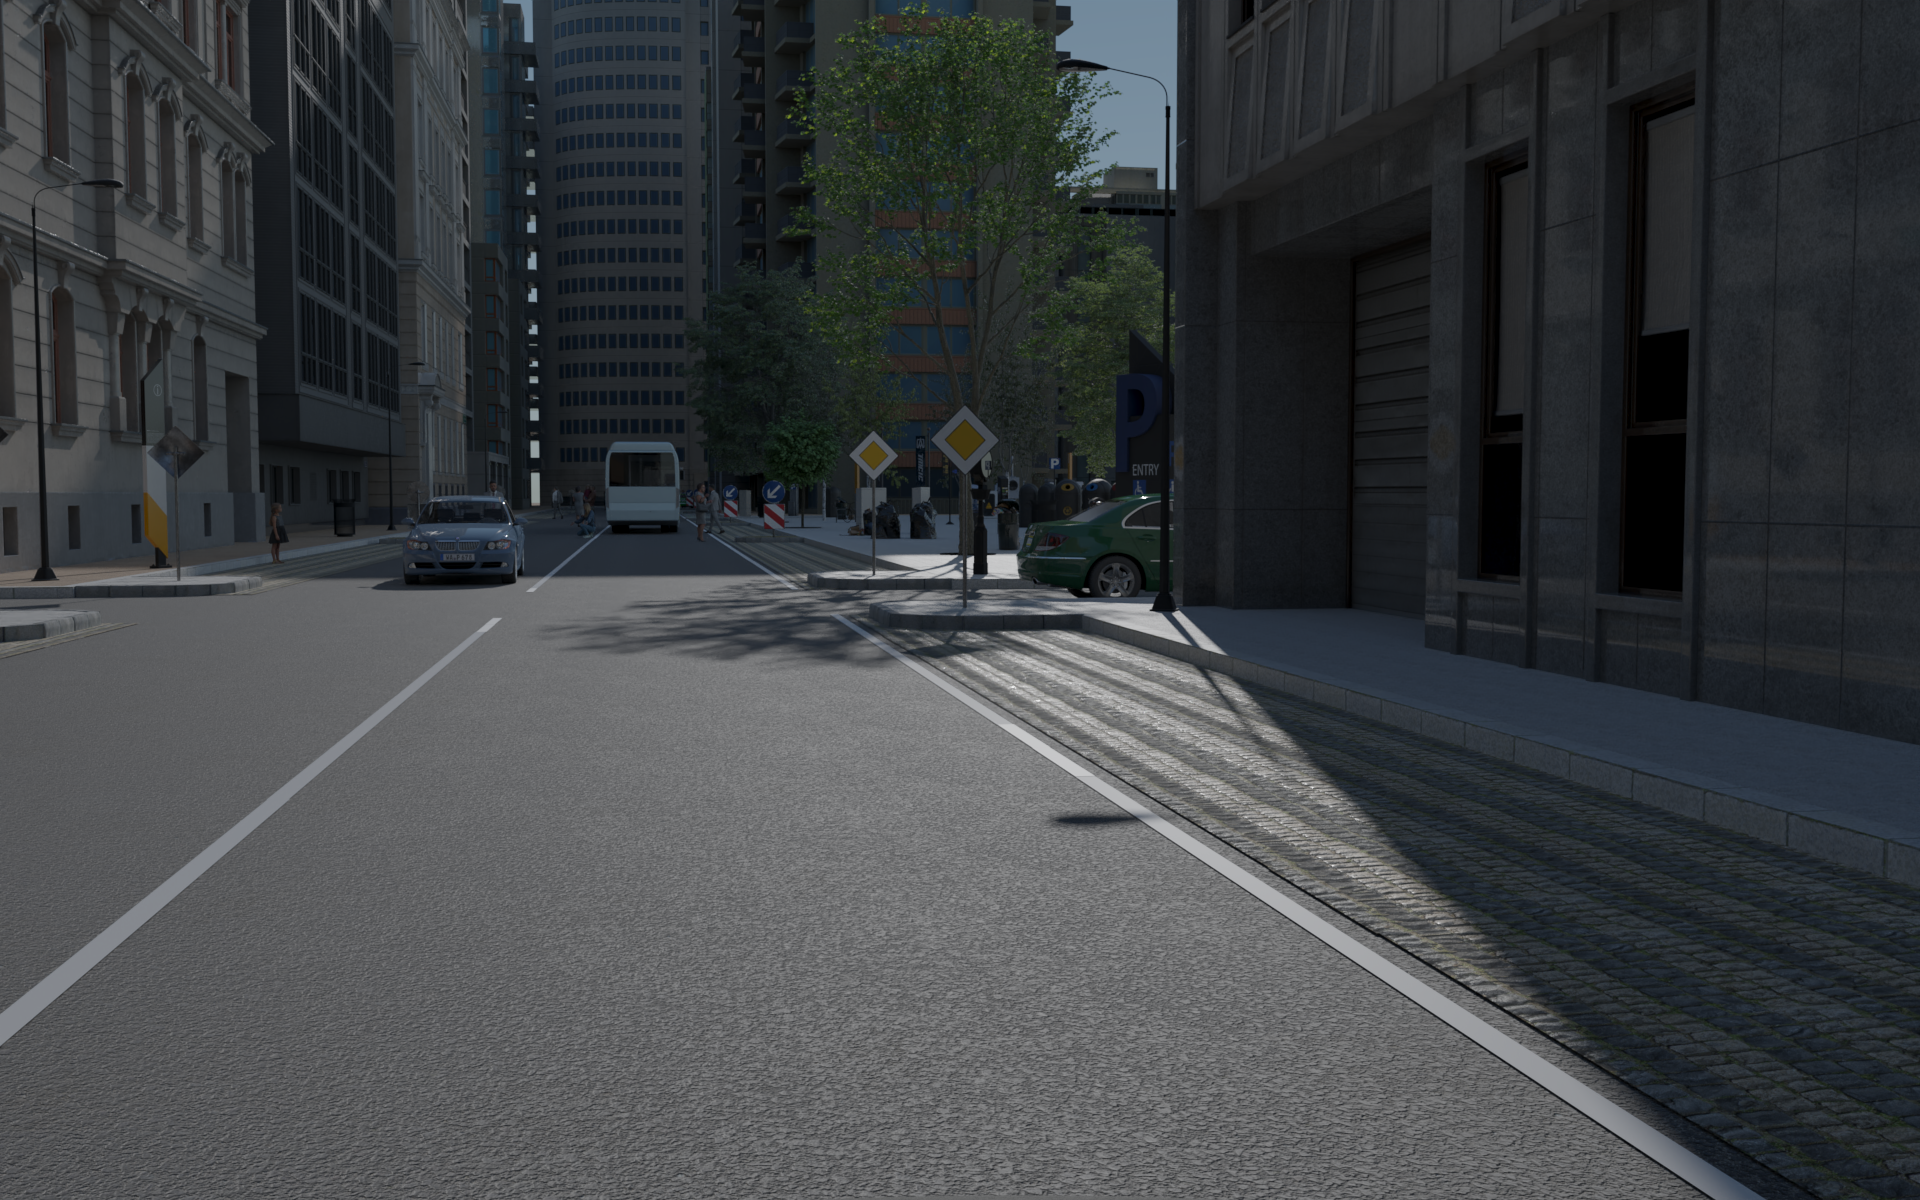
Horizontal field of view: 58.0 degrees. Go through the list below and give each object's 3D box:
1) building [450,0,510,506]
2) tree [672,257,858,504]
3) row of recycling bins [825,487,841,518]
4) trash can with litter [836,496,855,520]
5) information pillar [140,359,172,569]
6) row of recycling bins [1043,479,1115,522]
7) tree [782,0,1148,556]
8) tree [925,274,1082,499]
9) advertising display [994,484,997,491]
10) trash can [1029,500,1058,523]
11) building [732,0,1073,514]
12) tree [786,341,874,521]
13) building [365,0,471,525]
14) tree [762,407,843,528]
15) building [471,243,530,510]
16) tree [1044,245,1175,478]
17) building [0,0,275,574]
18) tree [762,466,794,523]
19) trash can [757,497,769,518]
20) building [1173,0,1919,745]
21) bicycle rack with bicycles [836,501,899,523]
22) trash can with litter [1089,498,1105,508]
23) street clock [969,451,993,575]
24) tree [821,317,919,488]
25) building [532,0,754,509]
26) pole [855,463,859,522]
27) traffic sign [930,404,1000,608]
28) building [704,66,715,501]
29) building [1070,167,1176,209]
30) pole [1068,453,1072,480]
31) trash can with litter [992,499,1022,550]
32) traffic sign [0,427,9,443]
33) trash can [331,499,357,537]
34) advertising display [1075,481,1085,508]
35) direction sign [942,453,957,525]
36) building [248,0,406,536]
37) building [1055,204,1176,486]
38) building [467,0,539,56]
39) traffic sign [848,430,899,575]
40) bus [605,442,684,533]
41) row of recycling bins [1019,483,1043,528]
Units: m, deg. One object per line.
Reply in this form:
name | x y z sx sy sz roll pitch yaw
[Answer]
building | -38.988 -40.843 106.033 20.563 71.187 20.611 -1 4 -10
tree | -10.084 -11.355 92.313 9.857 13.997 8.962 0 3 0
row of recycling bins | -7.144 -5.459 96.363 1.069 1.692 3.534 0 4 -5
trash can with litter | -5.670 -4.596 86.540 1.055 1.170 0.624 1 4 15
information pillar | -13.862 -2.352 29.812 0.183 3.616 0.504 1 4 14
row of recycling bins | 4.128 -2.474 47.558 3.534 1.692 1.069 2 4 35
tree | 0.147 -6.754 36.179 9.928 11.665 9.643 0 3 0
tree | 1.787 -6.655 59.171 4.360 8.622 3.978 0 3 0
advertising display | 2.156 -5.426 93.927 0.123 1.923 0.974 -2 4 -31
trash can | 2.084 -1.934 43.281 0.748 1.137 0.748 0 3 0
building | -4.565 -28.588 122.039 22.147 44.769 28.867 -1 4 -10
tree | -6.308 -8.113 83.007 4.360 8.622 3.978 0 3 0
building | -30.240 -17.973 79.758 13.634 28.700 20.117 -1 4 -10
tree | -5.964 -4.980 65.135 4.285 4.588 4.351 0 3 0
building | -47.966 -17.515 131.402 27.650 21.520 28.899 -1 4 -10
tree | 7.587 -9.829 78.833 7.486 12.596 7.792 0 3 0
building | -23.067 -15.102 34.306 14.401 28.519 23.554 -1 4 -10
tree | -8.069 -5.095 77.907 1.663 3.219 1.824 0 3 0
trash can | -10.686 -5.040 94.052 0.748 1.137 0.748 0 3 0
building | 10.142 -11.782 10.656 12.078 24.808 19.932 -1 4 -10
bicycle rack with bicycles | -4.116 -3.939 77.777 2.852 0.926 2.925 2 4 34
trash can with litter | 2.384 -1.391 33.807 1.678 1.210 2.233 3 4 39
street clock | 0.328 -1.409 27.605 0.358 2.002 0.471 2 4 24
tree | -3.743 -7.413 71.562 4.737 8.622 4.395 0 3 0
building | -32.694 -39.838 193.344 28.212 58.520 21.231 -1 4 -10
pole | -4.706 -5.219 79.167 0.158 3.312 0.155 0 3 0
traffic sign | 0.052 -0.970 19.502 0.795 2.450 0.064 -1 4 -10
building | -17.960 -29.781 170.513 14.154 41.232 14.086 -1 4 -10
building | 20.806 -31.596 208.481 23.993 40.220 32.217 -1 4 -10
pole | 5.438 -5.620 85.726 0.158 3.312 0.155 0 3 0
trash can with litter | 1.094 -1.742 39.868 0.624 1.170 1.055 0 4 8
traffic sign | -10.132 -0.859 17.693 0.795 2.450 0.064 -1 4 -10
trash can | -18.477 -2.467 51.988 0.748 1.137 0.748 0 3 0
advertising display | 5.573 -4.838 84.312 0.974 1.923 0.123 1 4 14
direction sign | -0.425 -4.940 72.769 0.379 3.537 0.876 3 5 45
building | -27.645 -16.169 57.874 14.314 27.812 24.014 -1 4 -10
building | 15.693 -24.762 176.554 14.107 30.474 14.160 -1 4 -10
building | -54.257 -32.974 158.740 30.456 49.044 23.786 -1 4 -10
traffic sign | -1.365 -1.451 27.361 0.795 2.450 0.064 -1 4 -10
bus | -12.245 -4.449 67.598 2.948 3.499 13.247 -1 4 -9
row of recycling bins | 3.800 -3.583 65.687 3.534 1.692 1.069 2 4 30
